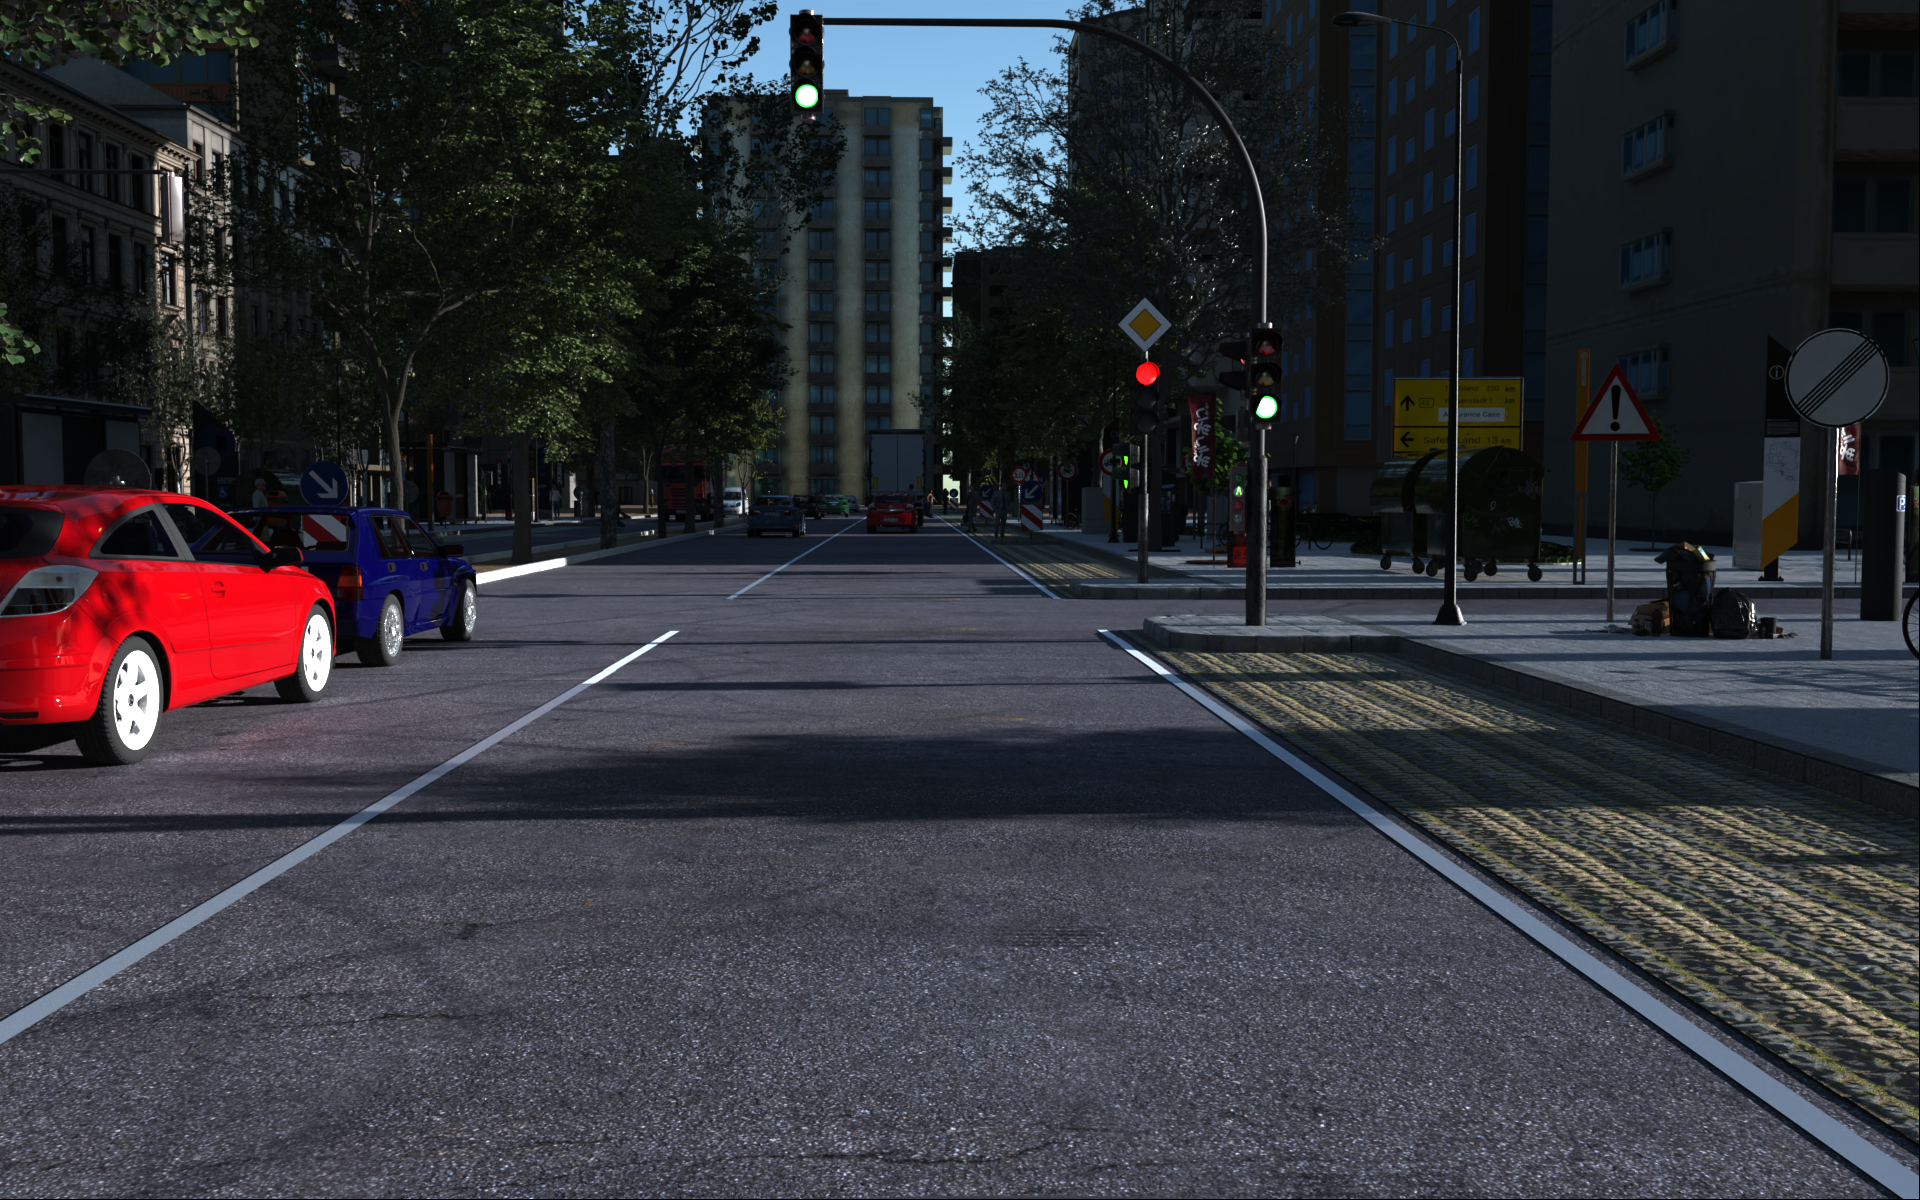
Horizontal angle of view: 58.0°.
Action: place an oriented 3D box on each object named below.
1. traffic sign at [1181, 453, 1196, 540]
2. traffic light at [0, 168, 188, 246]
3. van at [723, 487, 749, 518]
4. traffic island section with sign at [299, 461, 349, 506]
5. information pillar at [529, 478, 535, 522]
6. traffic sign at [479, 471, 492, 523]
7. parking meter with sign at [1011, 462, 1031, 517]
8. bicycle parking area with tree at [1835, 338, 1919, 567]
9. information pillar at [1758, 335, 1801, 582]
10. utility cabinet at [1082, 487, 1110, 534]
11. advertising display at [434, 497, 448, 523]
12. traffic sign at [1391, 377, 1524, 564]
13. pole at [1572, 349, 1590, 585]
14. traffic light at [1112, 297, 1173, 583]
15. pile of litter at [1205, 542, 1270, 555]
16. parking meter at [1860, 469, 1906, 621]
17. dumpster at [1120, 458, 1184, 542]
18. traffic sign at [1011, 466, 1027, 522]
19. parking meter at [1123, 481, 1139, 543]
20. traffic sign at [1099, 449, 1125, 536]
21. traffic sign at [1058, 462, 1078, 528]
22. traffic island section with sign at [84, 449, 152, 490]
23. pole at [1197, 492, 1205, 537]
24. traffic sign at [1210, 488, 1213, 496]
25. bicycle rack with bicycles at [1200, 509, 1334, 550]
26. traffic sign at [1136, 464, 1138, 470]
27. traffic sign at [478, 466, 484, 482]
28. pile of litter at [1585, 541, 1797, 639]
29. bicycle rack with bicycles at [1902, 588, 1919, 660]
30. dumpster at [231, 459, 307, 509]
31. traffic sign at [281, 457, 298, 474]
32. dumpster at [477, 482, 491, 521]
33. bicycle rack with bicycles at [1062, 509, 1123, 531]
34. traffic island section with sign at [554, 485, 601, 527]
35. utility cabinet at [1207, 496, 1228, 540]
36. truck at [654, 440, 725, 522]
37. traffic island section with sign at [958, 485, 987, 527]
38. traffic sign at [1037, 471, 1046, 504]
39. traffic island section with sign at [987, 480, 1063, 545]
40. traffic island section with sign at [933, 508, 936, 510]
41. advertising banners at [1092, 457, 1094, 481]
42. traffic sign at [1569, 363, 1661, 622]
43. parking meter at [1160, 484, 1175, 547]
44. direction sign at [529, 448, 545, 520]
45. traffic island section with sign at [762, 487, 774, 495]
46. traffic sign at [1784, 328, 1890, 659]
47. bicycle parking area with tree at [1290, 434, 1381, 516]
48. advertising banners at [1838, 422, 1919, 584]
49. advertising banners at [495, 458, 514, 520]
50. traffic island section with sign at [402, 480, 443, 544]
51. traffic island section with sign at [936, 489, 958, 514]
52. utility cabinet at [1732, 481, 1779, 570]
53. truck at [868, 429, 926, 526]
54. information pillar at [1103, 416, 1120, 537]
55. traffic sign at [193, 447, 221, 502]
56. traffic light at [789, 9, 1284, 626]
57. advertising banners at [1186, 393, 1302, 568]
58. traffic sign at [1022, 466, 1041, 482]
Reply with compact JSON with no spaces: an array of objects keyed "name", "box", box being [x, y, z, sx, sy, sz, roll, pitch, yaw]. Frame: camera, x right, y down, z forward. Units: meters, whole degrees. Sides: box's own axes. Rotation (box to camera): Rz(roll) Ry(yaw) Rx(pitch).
[{"name":"traffic sign","box":[6.587,-2.969,48.642,0.768,2.556,0.104,0,4,-1]},{"name":"traffic light","box":[-13.349,-3.039,24.351,4.771,5.953,1.251,0,4,-2]},{"name":"van","box":[-13.845,-6.004,105.181,2.013,2.044,4.112,0,4,-1]},{"name":"traffic island section with sign","box":[-8.680,-0.986,24.253,2.006,1.907,1.989,0,4,-2]},{"name":"information pillar","box":[-19.997,-4.657,80.637,0.304,2.012,0.304,0,4,-3]},{"name":"traffic sign","box":[-21.255,-4.614,77.576,0.606,2.300,0.079,0,4,5]},{"name":"parking meter with sign","box":[3.320,-6.098,95.963,0.543,3.016,1.738,-1,4,-22]},{"name":"bicycle parking area with tree","box":[20.082,-2.690,30.981,8.231,4.147,9.016,2,4,29]},{"name":"information pillar","box":[12.030,-2.082,25.390,0.504,3.616,0.183,2,4,26]},{"name":"utility cabinet","box":[4.465,-2.861,55.463,1.173,1.500,0.318,-2,4,-27]},{"name":"advertising display","box":[-23.447,-4.450,77.966,0.974,1.923,0.123,2,4,24]},{"name":"traffic sign","box":[8.609,-2.215,30.082,2.265,3.308,0.079,0,4,1]},{"name":"pole","box":[8.768,-1.872,24.444,0.158,3.312,0.155,0,3,0]},{"name":"traffic light","box":[2.614,-2.197,24.835,0.839,4.253,0.868,0,4,-2]},{"name":"pile of litter","box":[5.949,-1.422,37.209,1.176,0.858,1.719,-1,4,-15]},{"name":"parking meter","box":[9.380,-0.562,17.601,0.372,1.533,0.369,0,3,0]},{"name":"dumpster","box":[5.227,-2.734,47.191,1.502,2.255,1.985,0,4,-2]},{"name":"traffic sign","box":[2.721,-4.884,79.956,0.768,2.556,0.104,0,4,3]},{"name":"parking meter","box":[4.511,-2.444,45.669,0.399,1.863,0.255,0,4,-1]},{"name":"traffic sign","box":[4.257,-2.960,48.497,0.768,2.556,0.104,0,4,0]},{"name":"traffic sign","box":[4.066,-4.002,65.536,0.768,2.556,0.104,0,4,1]},{"name":"traffic island section with sign","box":[-8.455,-0.533,16.850,2.006,1.907,1.989,0,4,-2]},{"name":"pole","box":[7.278,-3.569,52.189,0.158,3.312,0.155,0,3,0]},{"name":"traffic sign","box":[7.687,-3.231,52.926,0.768,2.556,0.104,0,4,1]},{"name":"bicycle rack with bicycles","box":[6.891,-1.653,40.404,2.852,0.926,2.925,-2,4,-29]},{"name":"traffic sign","box":[6.692,-4.174,68.353,0.768,2.556,0.104,0,4,5]},{"name":"traffic sign","box":[-21.211,-4.626,75.747,0.768,2.556,0.104,0,4,1]},{"name":"pile of litter","box":[6.683,-0.116,15.865,1.176,0.858,1.719,-3,5,-44]},{"name":"bicycle rack with bicycles","box":[8.493,0.091,11.892,2.852,0.926,2.925,-1,4,-11]},{"name":"dumpster","box":[-19.180,-2.790,48.105,1.502,2.255,1.985,0,4,-2]},{"name":"traffic sign","box":[-23.331,-3.668,60.070,0.768,2.556,0.104,0,4,4]},{"name":"dumpster","box":[-23.351,-4.898,82.583,1.502,2.255,1.985,0,4,-2]},{"name":"bicycle rack with bicycles","box":[5.067,-2.944,61.521,2.925,0.926,2.852,0,4,-6]},{"name":"traffic island section with sign","box":[-16.808,-4.160,76.651,1.989,1.847,2.006,0,4,-2]},{"name":"utility cabinet","box":[7.296,-2.297,48.714,0.306,1.237,1.020,-1,4,-18]},{"name":"truck","box":[-14.260,-6.320,92.252,2.839,4.237,11.283,0,4,-2]},{"name":"traffic island section with sign","box":[1.028,-4.150,76.479,1.989,1.847,2.006,0,4,-2]},{"name":"traffic sign","box":[4.407,-5.921,96.911,0.768,2.556,0.104,0,4,1]},{"name":"traffic island section with sign","box":[1.882,-2.502,49.537,1.989,1.847,2.006,0,4,-2]},{"name":"traffic island section with sign","box":[-1.428,-8.894,154.040,1.989,1.847,2.006,0,4,-2]},{"name":"advertising banners","box":[5.412,-5.200,81.214,2.074,3.025,0.090,2,4,27]},{"name":"traffic sign","box":[6.531,-1.060,17.330,0.884,2.594,0.081,0,4,5]},{"name":"parking meter","box":[5.058,-2.070,42.261,0.372,1.533,0.369,0,3,0]},{"name":"direction sign","box":[-20.873,-5.714,85.424,0.876,3.537,0.379,0,4,6]},{"name":"traffic island section with sign","box":[-11.069,-5.579,99.354,2.006,1.907,1.989,0,4,-2]},{"name":"traffic sign","box":[6.736,-0.813,13.392,0.768,2.556,0.104,0,4,6]},{"name":"bicycle parking area with tree","box":[18.538,-5.847,82.606,8.231,4.147,9.016,2,4,24]},{"name":"advertising banners","box":[13.220,-1.748,24.761,2.074,3.025,0.090,-1,4,-22]},{"name":"advertising banners","box":[-22.372,-5.483,85.828,0.090,3.025,2.074,1,4,21]},{"name":"traffic island section with sign","box":[-15.959,-2.512,49.692,1.989,1.847,2.006,0,4,-2]},{"name":"traffic island section with sign","box":[-0.575,-7.246,127.098,1.989,1.847,2.006,0,4,-2]},{"name":"utility cabinet","box":[13.418,-1.256,29.219,0.318,1.500,1.173,0,4,3]},{"name":"truck","box":[-2.916,-5.579,80.123,2.839,4.237,11.283,0,4,-2]},{"name":"information pillar","box":[4.546,-3.708,51.977,0.504,3.616,0.183,0,4,6]},{"name":"traffic sign","box":[-20.402,-2.863,46.919,0.768,2.556,0.104,0,4,1]},{"name":"traffic light","box":[0.779,-2.568,16.647,4.771,5.953,1.251,0,4,-2]},{"name":"advertising banners","box":[4.924,-2.073,30.084,2.074,3.025,0.090,0,4,-8]},{"name":"traffic sign","box":[3.234,-4.802,78.508,0.884,2.594,0.081,0,4,6]}]
